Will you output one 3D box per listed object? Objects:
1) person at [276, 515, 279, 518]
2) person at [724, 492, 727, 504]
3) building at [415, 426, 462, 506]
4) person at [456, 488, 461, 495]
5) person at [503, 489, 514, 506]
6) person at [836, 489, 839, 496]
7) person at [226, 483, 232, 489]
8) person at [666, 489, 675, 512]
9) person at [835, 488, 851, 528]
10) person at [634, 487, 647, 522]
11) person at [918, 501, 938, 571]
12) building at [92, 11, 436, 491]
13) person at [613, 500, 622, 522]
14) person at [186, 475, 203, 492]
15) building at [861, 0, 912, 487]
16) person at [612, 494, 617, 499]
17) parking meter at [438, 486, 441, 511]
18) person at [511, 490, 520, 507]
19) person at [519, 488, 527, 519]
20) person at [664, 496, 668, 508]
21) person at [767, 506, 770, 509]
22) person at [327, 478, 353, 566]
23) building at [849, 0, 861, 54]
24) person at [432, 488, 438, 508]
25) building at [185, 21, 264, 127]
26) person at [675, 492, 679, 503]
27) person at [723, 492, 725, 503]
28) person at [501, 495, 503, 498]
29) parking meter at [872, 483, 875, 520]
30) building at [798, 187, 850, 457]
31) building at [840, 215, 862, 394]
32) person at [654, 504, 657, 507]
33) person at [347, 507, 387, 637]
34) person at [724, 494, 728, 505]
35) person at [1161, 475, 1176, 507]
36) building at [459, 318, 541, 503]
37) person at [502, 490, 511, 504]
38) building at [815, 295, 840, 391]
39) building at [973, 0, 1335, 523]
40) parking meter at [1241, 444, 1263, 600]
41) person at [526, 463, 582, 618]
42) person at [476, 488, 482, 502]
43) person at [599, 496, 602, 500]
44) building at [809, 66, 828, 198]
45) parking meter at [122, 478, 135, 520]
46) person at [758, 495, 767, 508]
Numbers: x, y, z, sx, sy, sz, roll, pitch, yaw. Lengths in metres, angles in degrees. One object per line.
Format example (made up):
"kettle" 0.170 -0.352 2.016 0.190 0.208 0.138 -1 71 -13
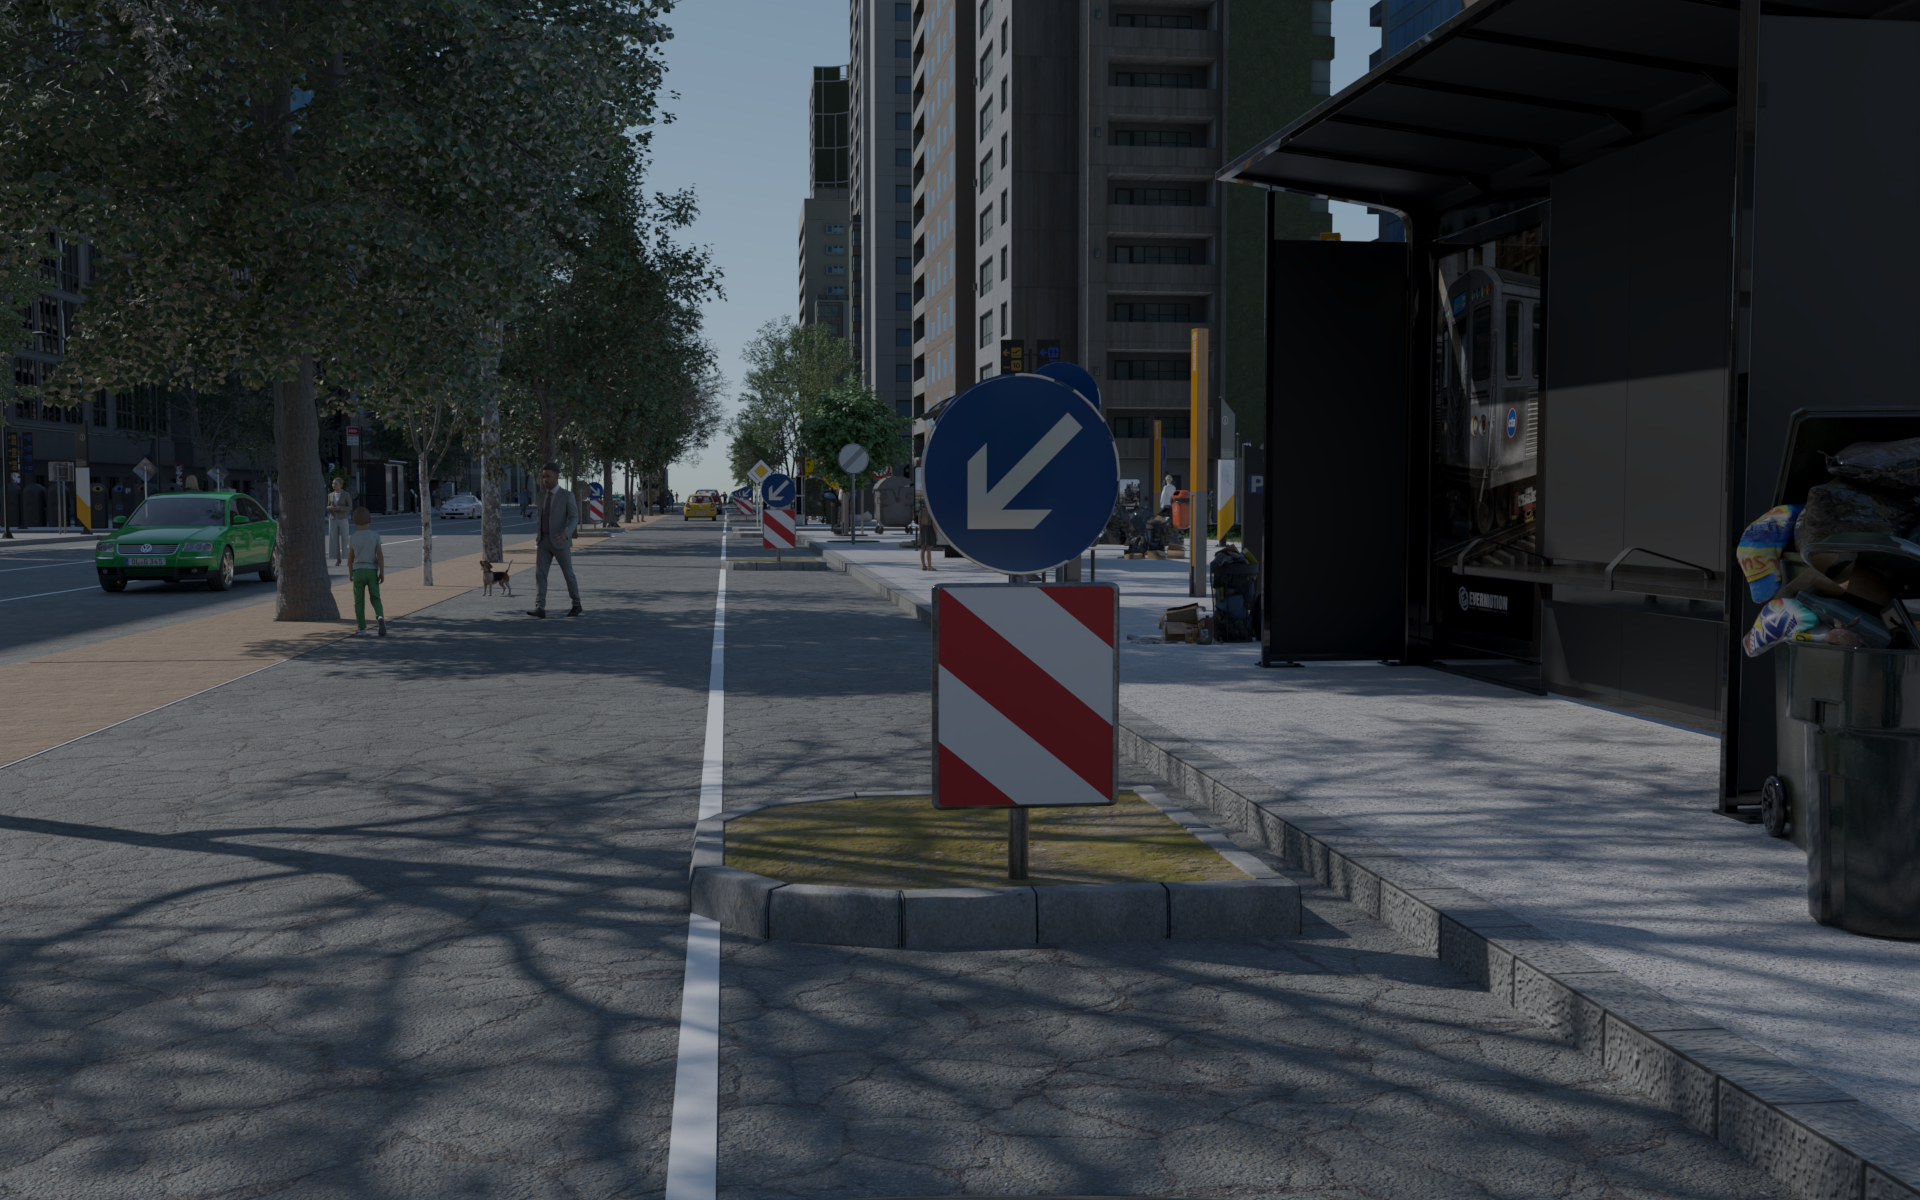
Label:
"person" -36.159 -5.232 91.692 0.679 1.850 0.850 0 4 2
"person" -34.257 -14.927 253.091 0.617 1.759 0.750 -1 4 -9
"building" -61.677 -32.714 184.987 14.600 45.320 14.200 0 4 -8
"person" -43.115 -8.696 148.674 0.568 1.767 0.683 -1 4 -13
"person" -49.625 -11.281 190.494 1.348 1.824 0.705 1 4 10
"person" -8.807 -7.155 124.038 0.522 1.701 0.512 1 4 20
"person" -37.076 -5.018 87.996 0.656 1.842 0.836 1 4 14
"person" -22.415 -7.696 134.425 0.616 1.811 0.778 3 4 38
"person" -4.443 -3.653 65.867 0.850 1.850 0.679 -1 4 -16
"person" -16.335 -4.876 88.314 0.635 1.810 0.391 2 4 26
"person" -0.533 -1.112 28.891 0.362 1.253 0.373 3 5 41
"building" -65.478 -35.059 162.454 28.713 52.752 27.495 0 4 -8
"person" -17.696 -4.612 89.400 0.738 1.151 1.012 0 4 8
"person" -14.718 -1.560 34.217 1.509 1.804 0.699 -3 4 -38
"building" 1.383 -37.823 160.399 21.231 58.520 28.212 0 4 -8
"person" -31.731 -9.048 157.221 1.217 1.735 0.721 0 4 -5
"parking meter" -39.973 -7.791 133.092 0.255 1.863 0.399 -1 4 -18
"person" -44.779 -10.267 174.698 0.721 1.735 1.217 3 4 36
"person" -25.554 -5.657 101.340 0.444 1.785 0.601 3 5 39
"person" -29.351 -9.972 172.269 1.217 1.743 0.721 2 4 30
"person" -13.884 -7.291 125.920 0.598 1.740 0.731 -2 4 -33
"person" -12.392 -1.557 34.510 0.519 1.759 0.362 0 4 6
"building" -3.845 -46.474 198.103 20.563 71.187 20.611 0 4 -8
"person" -49.143 -9.570 162.379 0.709 1.838 0.599 -1 4 -10
"building" -56.209 -30.131 142.758 14.600 45.320 14.200 0 4 -8
"person" -45.006 -16.298 275.060 0.705 1.812 1.348 2 4 29
"person" -36.125 -15.719 265.438 0.705 1.831 1.348 -2 4 -28
"person" -42.264 -9.341 158.773 0.705 1.822 1.348 1 4 11
"parking meter" -4.424 -4.925 86.230 0.255 1.863 0.399 2 4 25
"building" -13.895 -39.492 269.393 21.300 48.544 21.600 0 4 -8
"building" -4.727 -25.079 181.746 14.160 30.474 14.107 0 4 -8
"person" -34.923 -11.437 198.757 1.065 1.426 0.557 0 4 2
"person" -5.941 -0.282 17.358 0.306 1.304 0.590 -3 5 -40
"person" -30.714 -13.187 227.335 0.421 1.427 0.697 1 4 16
"person" 6.312 -2.817 51.974 0.818 1.842 0.514 1 4 22
"building" -77.466 -44.480 269.246 21.231 58.520 28.212 0 4 -8
"person" -58.377 -13.266 223.018 1.350 1.814 0.705 -3 5 -39
"building" -14.026 -29.322 251.118 14.160 30.474 14.107 0 4 -8
"building" 8.518 -18.944 81.434 14.107 30.474 14.160 0 4 -8
"parking meter" 3.499 -0.890 20.270 0.399 1.863 0.255 1 4 11
"person" -4.686 -0.692 20.085 0.678 1.792 0.850 1 4 22
"person" -40.369 -8.524 145.858 0.683 1.767 0.568 -3 5 -39
"person" -45.900 -13.013 221.288 1.348 1.821 0.705 0 4 2
"building" -16.569 -52.092 289.951 20.563 71.187 20.611 0 4 -8
"parking meter" -30.281 -3.509 63.084 0.399 1.863 0.255 -1 4 -14
"person" -16.341 -8.471 145.232 1.217 1.739 0.721 -1 4 -14
